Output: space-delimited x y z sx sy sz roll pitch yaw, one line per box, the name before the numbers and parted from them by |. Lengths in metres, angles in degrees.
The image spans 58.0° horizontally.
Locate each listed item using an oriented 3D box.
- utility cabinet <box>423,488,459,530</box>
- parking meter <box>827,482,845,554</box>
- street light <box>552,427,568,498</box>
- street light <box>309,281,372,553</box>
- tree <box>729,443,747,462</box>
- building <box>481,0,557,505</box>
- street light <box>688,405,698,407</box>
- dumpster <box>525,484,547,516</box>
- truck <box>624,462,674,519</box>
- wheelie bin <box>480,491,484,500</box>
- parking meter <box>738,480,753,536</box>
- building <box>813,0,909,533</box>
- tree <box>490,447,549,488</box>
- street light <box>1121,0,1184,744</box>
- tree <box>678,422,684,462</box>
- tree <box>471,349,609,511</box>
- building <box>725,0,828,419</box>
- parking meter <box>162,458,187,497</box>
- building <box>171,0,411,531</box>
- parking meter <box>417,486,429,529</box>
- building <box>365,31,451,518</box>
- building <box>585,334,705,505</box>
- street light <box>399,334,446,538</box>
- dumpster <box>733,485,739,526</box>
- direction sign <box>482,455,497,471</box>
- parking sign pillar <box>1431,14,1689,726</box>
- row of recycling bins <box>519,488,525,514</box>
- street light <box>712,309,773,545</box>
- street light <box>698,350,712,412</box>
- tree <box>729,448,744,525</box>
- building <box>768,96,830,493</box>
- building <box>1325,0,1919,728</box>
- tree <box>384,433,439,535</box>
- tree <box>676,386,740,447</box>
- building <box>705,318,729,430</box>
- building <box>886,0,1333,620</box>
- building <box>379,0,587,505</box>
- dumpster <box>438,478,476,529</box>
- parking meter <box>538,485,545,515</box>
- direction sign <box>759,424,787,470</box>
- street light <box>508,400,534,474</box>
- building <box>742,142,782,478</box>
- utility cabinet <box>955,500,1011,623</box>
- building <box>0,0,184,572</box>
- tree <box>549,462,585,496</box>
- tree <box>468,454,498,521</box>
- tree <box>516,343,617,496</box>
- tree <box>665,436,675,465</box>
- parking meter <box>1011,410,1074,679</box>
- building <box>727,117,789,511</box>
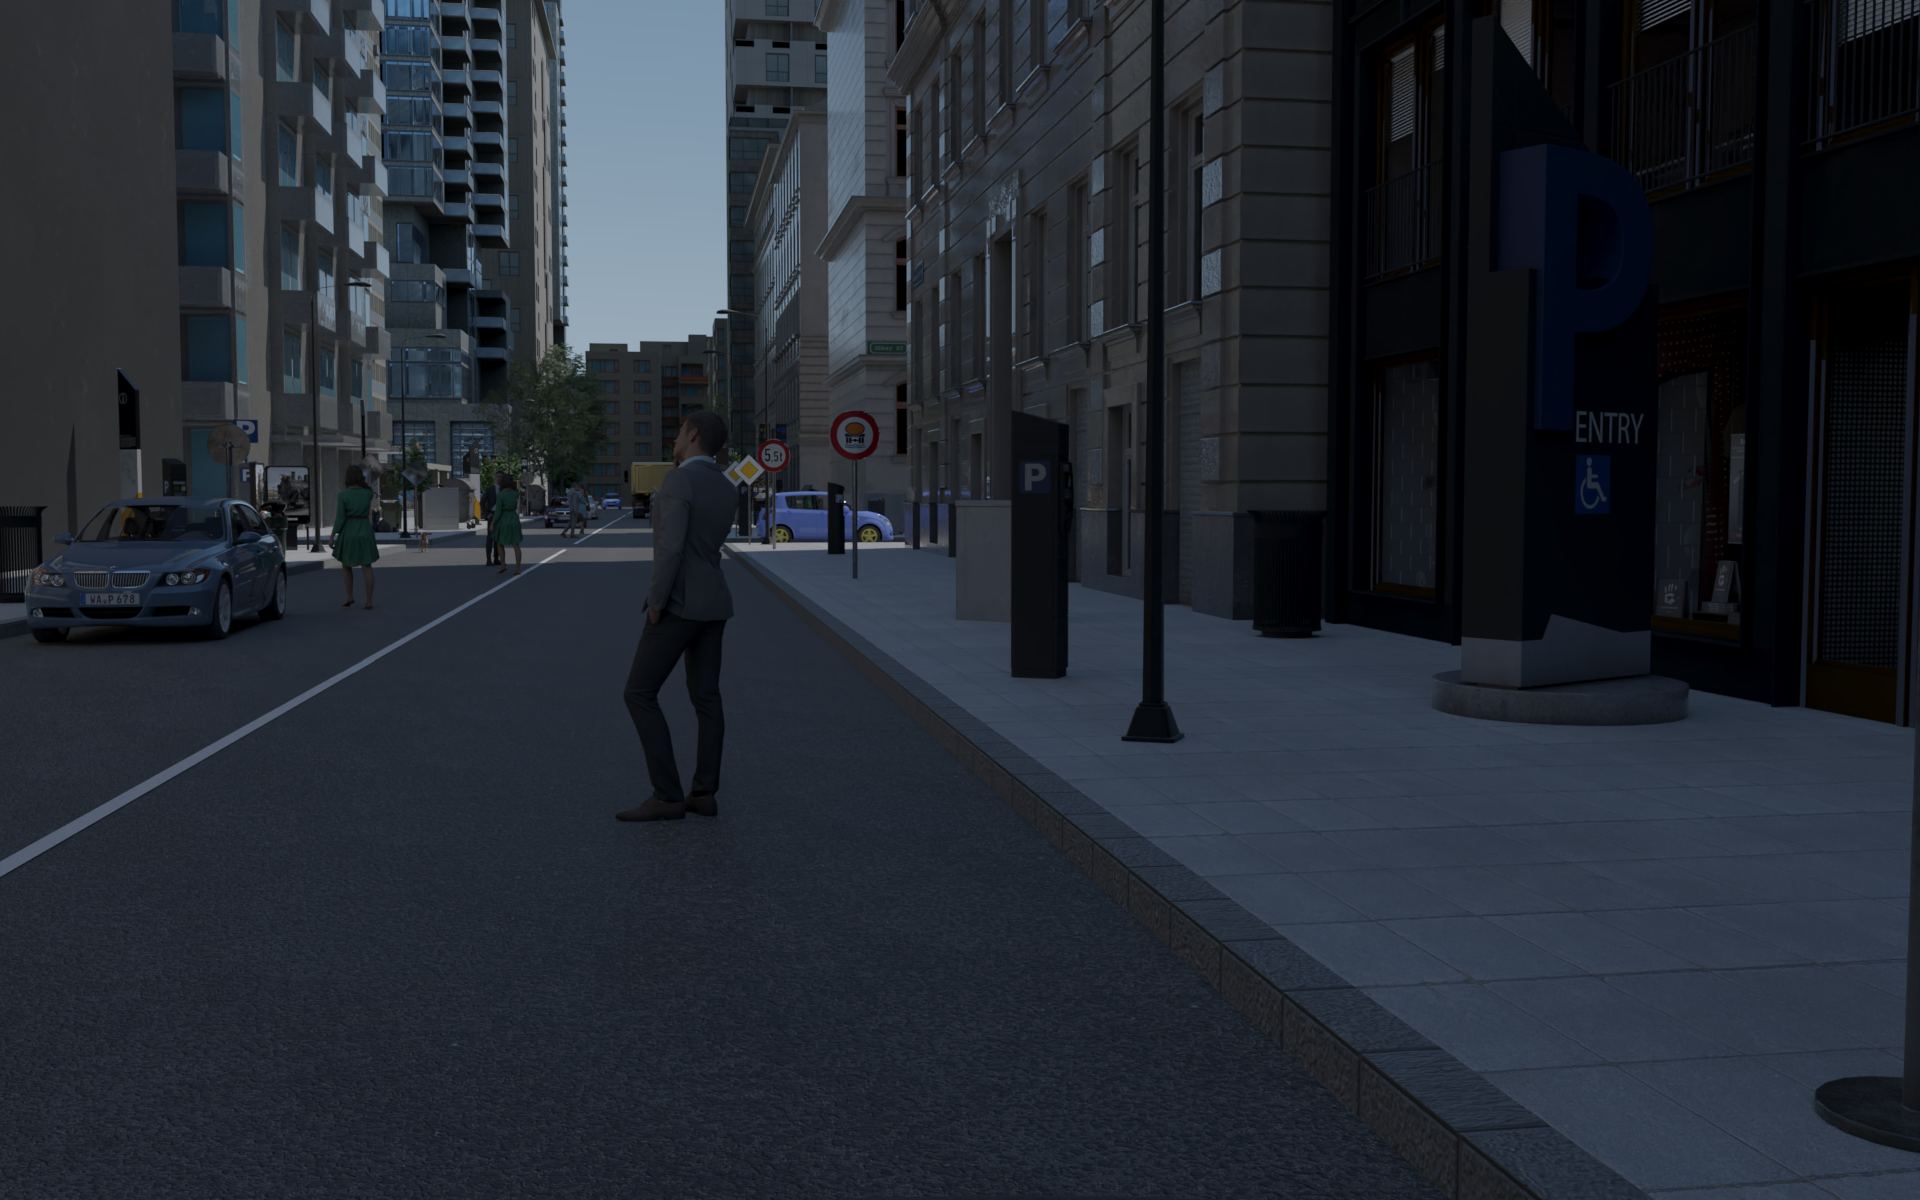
utility cabinet | -18.166 -3.175 60.591 1.173 1.500 0.318 -2 4 -33
parking meter | -2.639 -1.744 36.931 0.372 1.533 0.369 0 3 0
street light | -27.619 -9.001 119.699 1.470 5.913 1.316 -1 4 -10
street light | -13.538 -3.996 37.870 1.470 5.913 1.316 -1 4 -10
tree | -13.103 -6.836 95.480 4.285 4.588 4.351 0 3 0
building | -56.106 -36.025 178.244 27.495 52.752 28.713 -1 4 -10
street light | -13.492 -7.211 90.447 1.470 5.913 1.316 -1 4 -10
dumpster | -25.330 -5.964 103.272 1.264 1.857 1.865 -1 4 -10
truck | -18.493 -6.641 104.502 3.469 3.379 9.791 -1 4 -11
wheelie bin | -26.258 -5.290 94.407 0.980 1.594 0.693 3 5 45
parking meter | -6.531 -2.878 52.769 0.399 1.863 0.255 0 4 7
building | 6.776 -16.880 63.377 23.554 28.519 14.401 -1 4 -10
tree | -31.038 -8.291 119.266 4.285 4.588 4.351 0 3 0
street light | 0.476 -2.218 8.808 1.470 5.913 1.316 -1 4 -10
tree | -25.820 -13.264 167.226 4.360 8.622 3.978 0 3 0
tree | -26.843 -10.823 111.361 8.767 10.594 7.601 -2 4 -25
building | -7.315 -34.789 158.044 28.713 52.752 27.495 -1 4 -10
parking meter | -12.776 -1.376 28.209 0.399 1.863 0.255 3 5 43
building | -34.107 -27.165 63.762 23.786 49.044 30.456 -1 4 -10
parking meter | -19.851 -3.568 64.051 0.255 1.863 0.399 3 5 42
building | -46.315 -24.815 97.614 32.217 40.220 23.993 -1 4 -10
building | -33.224 -23.238 224.976 28.899 21.520 27.650 -1 4 -10
street light | -15.601 -4.755 50.289 1.470 5.913 1.316 -1 4 -10
dumpster | -9.197 -3.834 68.440 1.264 1.857 1.865 -1 4 -10
direction sign | -27.478 -6.677 101.164 0.876 3.537 0.379 0 4 7
parking sign pillar | 3.549 -1.327 10.174 1.447 3.967 1.447 -3 4 -37
row of recycling bins | -28.924 -6.350 110.938 1.069 1.692 3.534 1 4 22
street light | -5.428 -4.357 43.783 1.470 5.913 1.316 -1 4 -10
street light | -7.597 -5.102 55.952 1.470 5.913 1.316 -1 4 -10
tree | -9.463 -4.785 72.837 1.663 3.219 1.824 0 3 0
building | -4.223 -14.609 88.003 9.793 20.994 18.267 -1 4 -10
building | 11.040 -11.019 9.837 12.332 23.373 15.834 -1 4 -10
tree | -17.149 -3.678 54.730 1.663 3.219 1.824 0 3 0
tree | -16.792 -10.204 117.190 4.737 8.622 4.395 0 3 0
building | -12.835 -20.894 186.648 27.650 21.520 28.899 -1 4 -10
building | 6.280 -14.212 29.631 12.463 27.353 25.104 -1 4 -10
building | -62.442 -55.261 216.186 31.000 86.520 22.319 -1 4 -10
dumpster | -18.446 -3.527 63.432 1.264 1.857 1.865 -1 4 -10
parking meter | -25.547 -6.119 105.755 0.399 1.863 0.255 2 4 30
direction sign | -6.037 -3.912 55.952 0.876 3.537 0.379 0 4 -6
street light | -21.645 -6.895 85.278 1.470 5.913 1.316 -1 4 -10
building | -5.283 -17.072 112.413 16.112 22.955 30.059 -1 4 -10
utility cabinet | 0.453 -0.385 17.458 1.020 1.237 0.306 2 4 35
building | -24.277 -12.320 31.116 15.834 23.373 12.332 -1 4 -10
tree | -33.060 -9.842 144.628 4.285 4.588 4.351 0 3 0
tree | -22.473 -5.378 82.539 1.663 3.219 1.824 0 3 0
tree | -29.616 -12.978 130.316 7.486 12.596 7.792 0 3 0
tree | -31.104 -14.972 195.158 4.737 8.622 4.395 0 3 0
parking meter | 0.573 -0.391 12.108 0.399 1.863 0.255 1 4 20
building | -11.337 -22.341 136.971 14.160 30.474 14.107 -1 4 -10
